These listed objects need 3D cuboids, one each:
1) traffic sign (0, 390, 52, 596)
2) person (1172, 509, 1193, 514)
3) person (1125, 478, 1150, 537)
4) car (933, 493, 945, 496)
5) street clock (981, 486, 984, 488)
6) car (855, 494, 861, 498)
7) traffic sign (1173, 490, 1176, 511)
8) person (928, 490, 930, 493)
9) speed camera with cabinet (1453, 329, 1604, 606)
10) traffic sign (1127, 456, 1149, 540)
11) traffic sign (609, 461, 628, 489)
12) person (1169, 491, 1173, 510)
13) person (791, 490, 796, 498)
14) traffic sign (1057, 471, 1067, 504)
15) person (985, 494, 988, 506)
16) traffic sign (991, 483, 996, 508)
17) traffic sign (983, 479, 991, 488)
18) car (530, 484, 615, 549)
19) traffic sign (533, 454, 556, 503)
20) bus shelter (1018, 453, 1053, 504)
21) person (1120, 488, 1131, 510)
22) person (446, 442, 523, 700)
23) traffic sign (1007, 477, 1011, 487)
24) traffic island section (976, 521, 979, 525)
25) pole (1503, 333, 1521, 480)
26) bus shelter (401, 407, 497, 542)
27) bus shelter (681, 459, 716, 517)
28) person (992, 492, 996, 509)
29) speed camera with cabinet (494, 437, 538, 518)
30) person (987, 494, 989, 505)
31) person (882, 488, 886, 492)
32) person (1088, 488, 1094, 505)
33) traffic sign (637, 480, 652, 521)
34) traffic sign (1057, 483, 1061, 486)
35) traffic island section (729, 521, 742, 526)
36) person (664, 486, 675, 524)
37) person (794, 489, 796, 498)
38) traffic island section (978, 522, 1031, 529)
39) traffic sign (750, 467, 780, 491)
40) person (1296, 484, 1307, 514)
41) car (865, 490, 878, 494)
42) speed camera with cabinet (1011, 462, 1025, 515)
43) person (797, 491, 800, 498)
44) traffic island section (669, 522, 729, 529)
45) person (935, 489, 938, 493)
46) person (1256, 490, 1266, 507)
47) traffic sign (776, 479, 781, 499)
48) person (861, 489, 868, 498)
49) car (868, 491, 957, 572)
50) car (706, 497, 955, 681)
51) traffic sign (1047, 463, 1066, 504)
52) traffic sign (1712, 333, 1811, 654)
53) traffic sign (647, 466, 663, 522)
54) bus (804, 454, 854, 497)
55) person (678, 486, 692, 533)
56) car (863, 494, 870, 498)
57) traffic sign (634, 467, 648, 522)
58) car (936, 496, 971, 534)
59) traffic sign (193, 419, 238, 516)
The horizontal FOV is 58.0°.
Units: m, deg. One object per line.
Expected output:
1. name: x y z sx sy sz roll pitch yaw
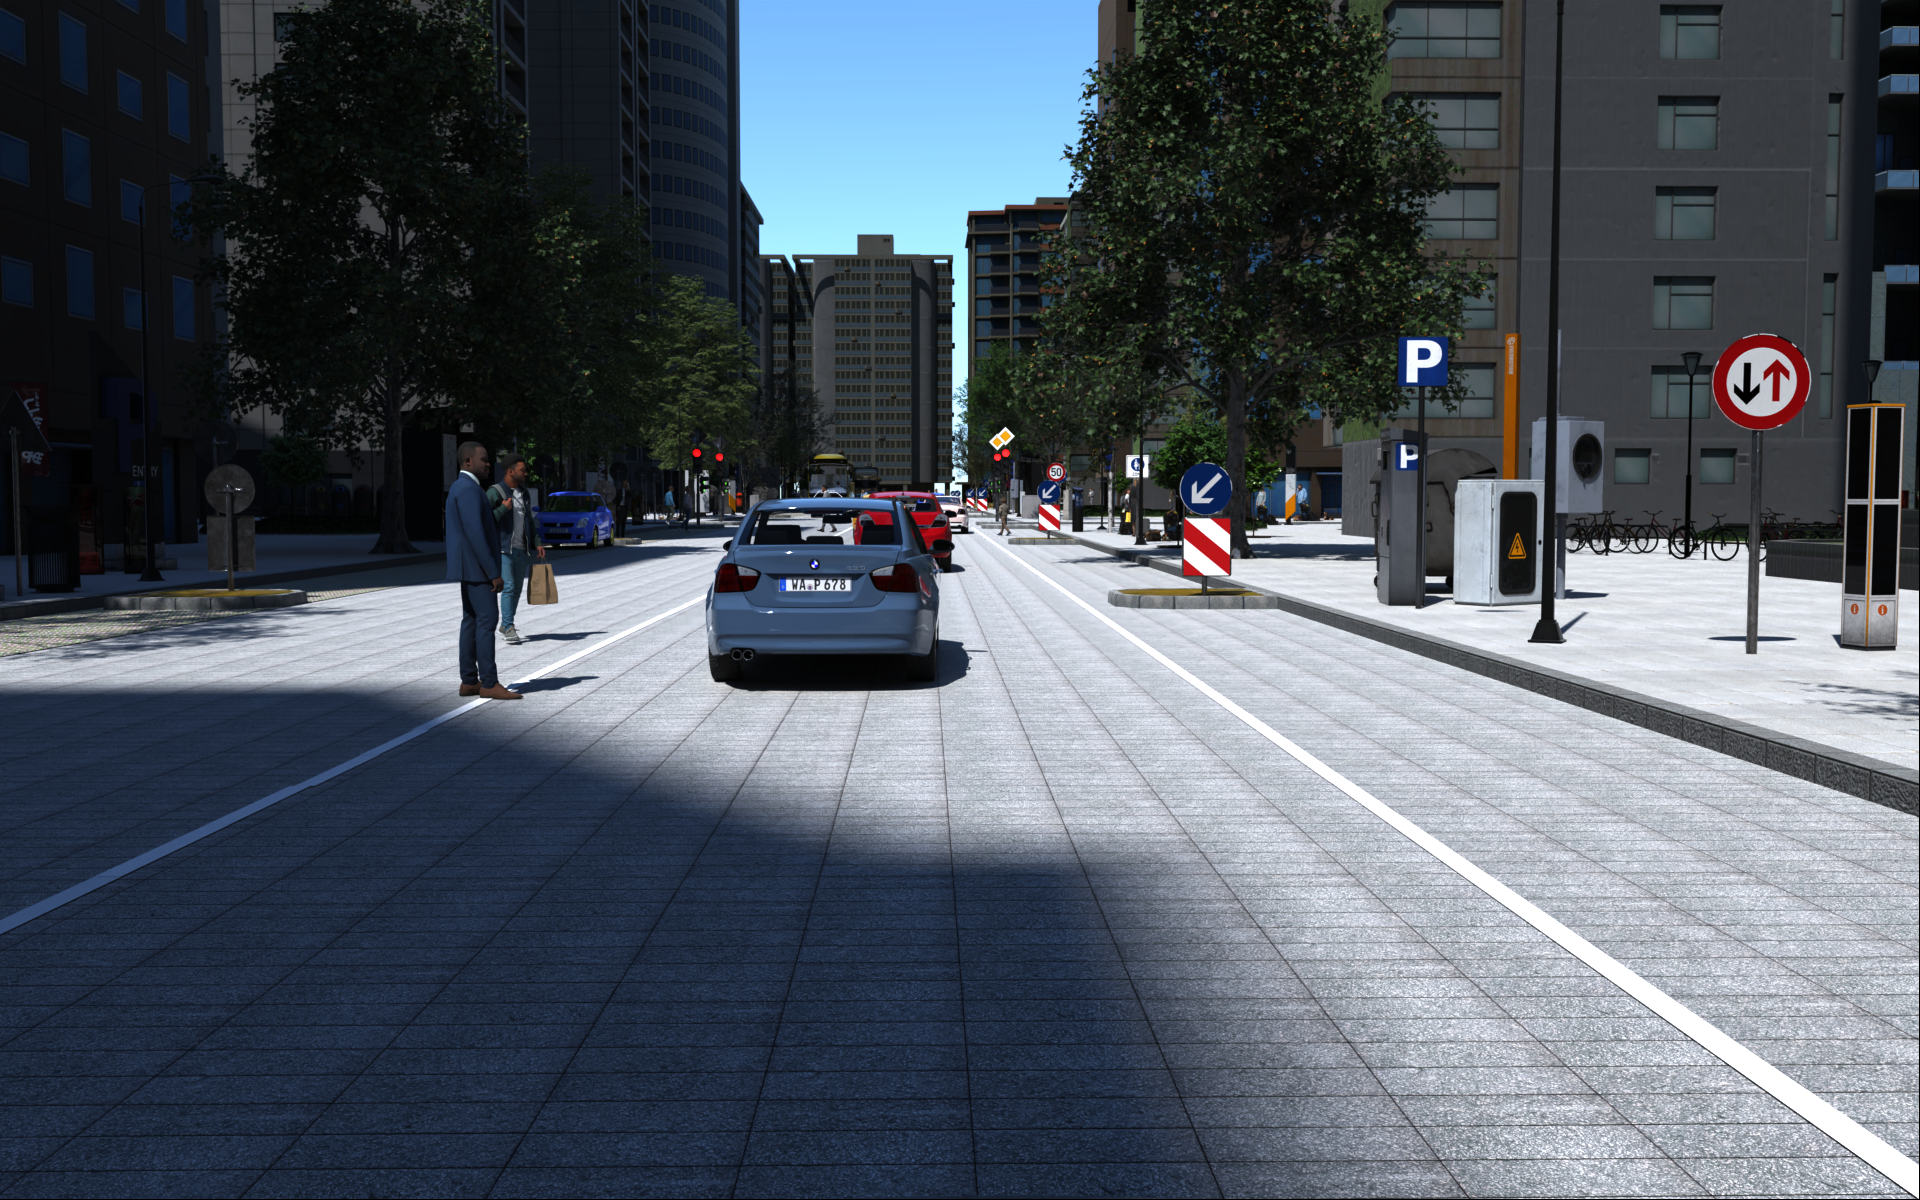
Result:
1. traffic sign: -11.807 -1.325 21.671 0.884 2.594 0.081 0 4 1
2. person: 9.324 -3.765 73.104 1.012 1.151 0.738 0 4 -5
3. person: 5.300 -2.780 51.707 0.699 1.804 1.509 0 4 4
4. car: -1.353 -4.659 85.765 1.945 1.707 3.694 0 4 1
5. street clock: 1.967 -9.001 151.737 0.358 2.002 0.471 -1 4 -8
6. car: -8.580 -8.819 152.988 1.959 1.807 4.718 0 4 0
7. traffic sign: 6.174 -3.044 49.881 0.768 2.556 0.104 0 4 1
8. person: -2.816 -8.823 153.023 0.520 1.790 0.573 3 5 43
9. speed camera with cabinet: 6.723 -1.594 20.393 2.038 3.252 0.660 -2 4 -34
10. traffic sign: 4.682 -2.667 45.731 0.606 2.300 0.079 0 4 -1
11. traffic sign: -13.200 -4.090 66.984 0.768 2.556 0.104 0 4 8
12. person: 11.582 -5.348 93.386 0.836 1.842 0.656 3 5 44
13. person: -18.422 -11.338 192.157 0.721 1.736 1.217 1 4 13
14. traffic sign: 4.616 -4.922 80.574 0.768 2.556 0.104 0 4 6
15. person: 2.691 -10.891 184.558 0.568 1.767 0.683 1 4 13
16. traffic sign: 2.915 -9.174 150.099 0.768 2.556 0.104 0 4 4
17. traffic sign: 2.325 -9.105 148.975 0.768 2.556 0.104 0 4 3
18. car: -10.250 -2.213 45.769 1.945 1.707 3.694 0 4 -1
19. traffic sign: -13.196 -3.356 54.974 0.768 2.556 0.104 1 4 8
20. bus shelter: 4.492 -6.774 102.035 1.731 3.624 6.357 0 4 -1
21. person: 6.248 -3.417 64.512 0.523 1.515 0.503 -1 4 -21
22. person: -3.417 -0.217 12.228 0.419 1.800 0.721 -2 4 -34
23. traffic sign: 3.632 -7.826 128.055 0.768 2.556 0.104 1 4 8
24. traffic island section: 1.750 -3.555 80.407 2.009 0.180 2.903 0 4 -1
25. pole: 7.044 -1.731 22.148 0.158 3.312 0.155 0 3 0
26. bus shelter: -14.364 -3.537 49.114 1.731 3.624 6.357 0 4 -1
27. bus shelter: -14.826 -6.457 99.502 2.014 3.302 5.546 0 4 -1
28. person: 2.823 -8.486 144.968 0.526 1.800 0.537 2 4 30
29. speed camera with cabinet: -12.395 -3.306 48.386 0.660 3.252 2.038 0 4 5
30. person: 3.292 -11.954 201.508 0.705 1.823 1.348 0 4 1
31. person: -3.944 -4.886 89.229 0.563 1.720 0.643 1 4 22
32. person: 11.096 -8.636 147.442 0.583 1.804 0.606 -3 5 -44
33. traffic sign: -15.075 -5.082 83.094 0.884 2.594 0.081 0 4 3
34. traffic sign: 5.278 -5.708 95.459 0.606 2.300 0.079 0 4 7
35. traffic island section: -11.088 -3.539 80.144 2.009 0.180 2.903 0 4 -1
36. person: -13.092 -4.227 77.955 0.444 1.785 0.601 -2 4 -33
37. person: -18.873 -11.751 198.254 0.705 1.814 1.350 1 4 9
38. traffic island section: 1.917 -3.067 72.423 2.009 0.180 2.903 0 4 -1
39. traffic sign: -14.844 -8.426 131.630 2.265 3.308 0.079 0 4 4
40. person: 16.959 -4.857 85.717 0.793 1.790 0.793 1 4 21
41. car: -8.896 -10.013 172.392 2.281 1.827 5.304 0 4 0
42. speed camera with cabinet: 3.834 -6.893 107.036 0.660 3.252 2.038 -2 4 -26
43. person: -21.468 -13.679 230.629 0.756 1.711 0.436 3 5 44
44. traffic island section: -10.922 -3.051 72.161 2.009 0.180 2.903 0 4 -1
45. person: -1.659 -6.980 122.718 0.391 1.810 0.635 -2 4 -31
46. person: 14.260 -4.575 81.848 0.512 1.701 0.522 3 4 36
47. traffic sign: -14.909 -8.603 140.769 0.768 2.556 0.104 0 4 8
48. person: -7.042 -7.341 128.792 0.793 1.790 0.793 -1 4 -13
49. car: -1.110 -1.475 33.164 2.155 1.783 4.494 0 4 -3
50. car: -1.049 -0.156 14.554 2.014 1.417 4.499 0 4 0
51. traffic sign: 3.900 -4.291 70.271 0.768 2.556 0.104 0 4 1
52. traffic sign: 6.359 -0.840 13.835 0.768 2.556 0.104 0 4 3
53. traffic sign: -14.078 -4.875 79.812 0.768 2.556 0.104 1 4 8
54. bus: -8.122 -7.235 109.835 2.896 3.916 12.252 0 4 -2
55. person: -10.167 -3.358 64.070 0.598 1.740 0.731 -2 4 -30
56. car: -2.500 -2.783 55.723 2.015 1.641 3.980 0 4 0
57. traffic sign: -14.835 -4.941 80.894 0.768 2.556 0.104 0 4 6
58. car: -0.620 -3.147 63.812 2.083 1.381 4.827 0 4 0
59. traffic sign: -12.640 -1.793 29.423 0.768 2.556 0.104 0 4 1
